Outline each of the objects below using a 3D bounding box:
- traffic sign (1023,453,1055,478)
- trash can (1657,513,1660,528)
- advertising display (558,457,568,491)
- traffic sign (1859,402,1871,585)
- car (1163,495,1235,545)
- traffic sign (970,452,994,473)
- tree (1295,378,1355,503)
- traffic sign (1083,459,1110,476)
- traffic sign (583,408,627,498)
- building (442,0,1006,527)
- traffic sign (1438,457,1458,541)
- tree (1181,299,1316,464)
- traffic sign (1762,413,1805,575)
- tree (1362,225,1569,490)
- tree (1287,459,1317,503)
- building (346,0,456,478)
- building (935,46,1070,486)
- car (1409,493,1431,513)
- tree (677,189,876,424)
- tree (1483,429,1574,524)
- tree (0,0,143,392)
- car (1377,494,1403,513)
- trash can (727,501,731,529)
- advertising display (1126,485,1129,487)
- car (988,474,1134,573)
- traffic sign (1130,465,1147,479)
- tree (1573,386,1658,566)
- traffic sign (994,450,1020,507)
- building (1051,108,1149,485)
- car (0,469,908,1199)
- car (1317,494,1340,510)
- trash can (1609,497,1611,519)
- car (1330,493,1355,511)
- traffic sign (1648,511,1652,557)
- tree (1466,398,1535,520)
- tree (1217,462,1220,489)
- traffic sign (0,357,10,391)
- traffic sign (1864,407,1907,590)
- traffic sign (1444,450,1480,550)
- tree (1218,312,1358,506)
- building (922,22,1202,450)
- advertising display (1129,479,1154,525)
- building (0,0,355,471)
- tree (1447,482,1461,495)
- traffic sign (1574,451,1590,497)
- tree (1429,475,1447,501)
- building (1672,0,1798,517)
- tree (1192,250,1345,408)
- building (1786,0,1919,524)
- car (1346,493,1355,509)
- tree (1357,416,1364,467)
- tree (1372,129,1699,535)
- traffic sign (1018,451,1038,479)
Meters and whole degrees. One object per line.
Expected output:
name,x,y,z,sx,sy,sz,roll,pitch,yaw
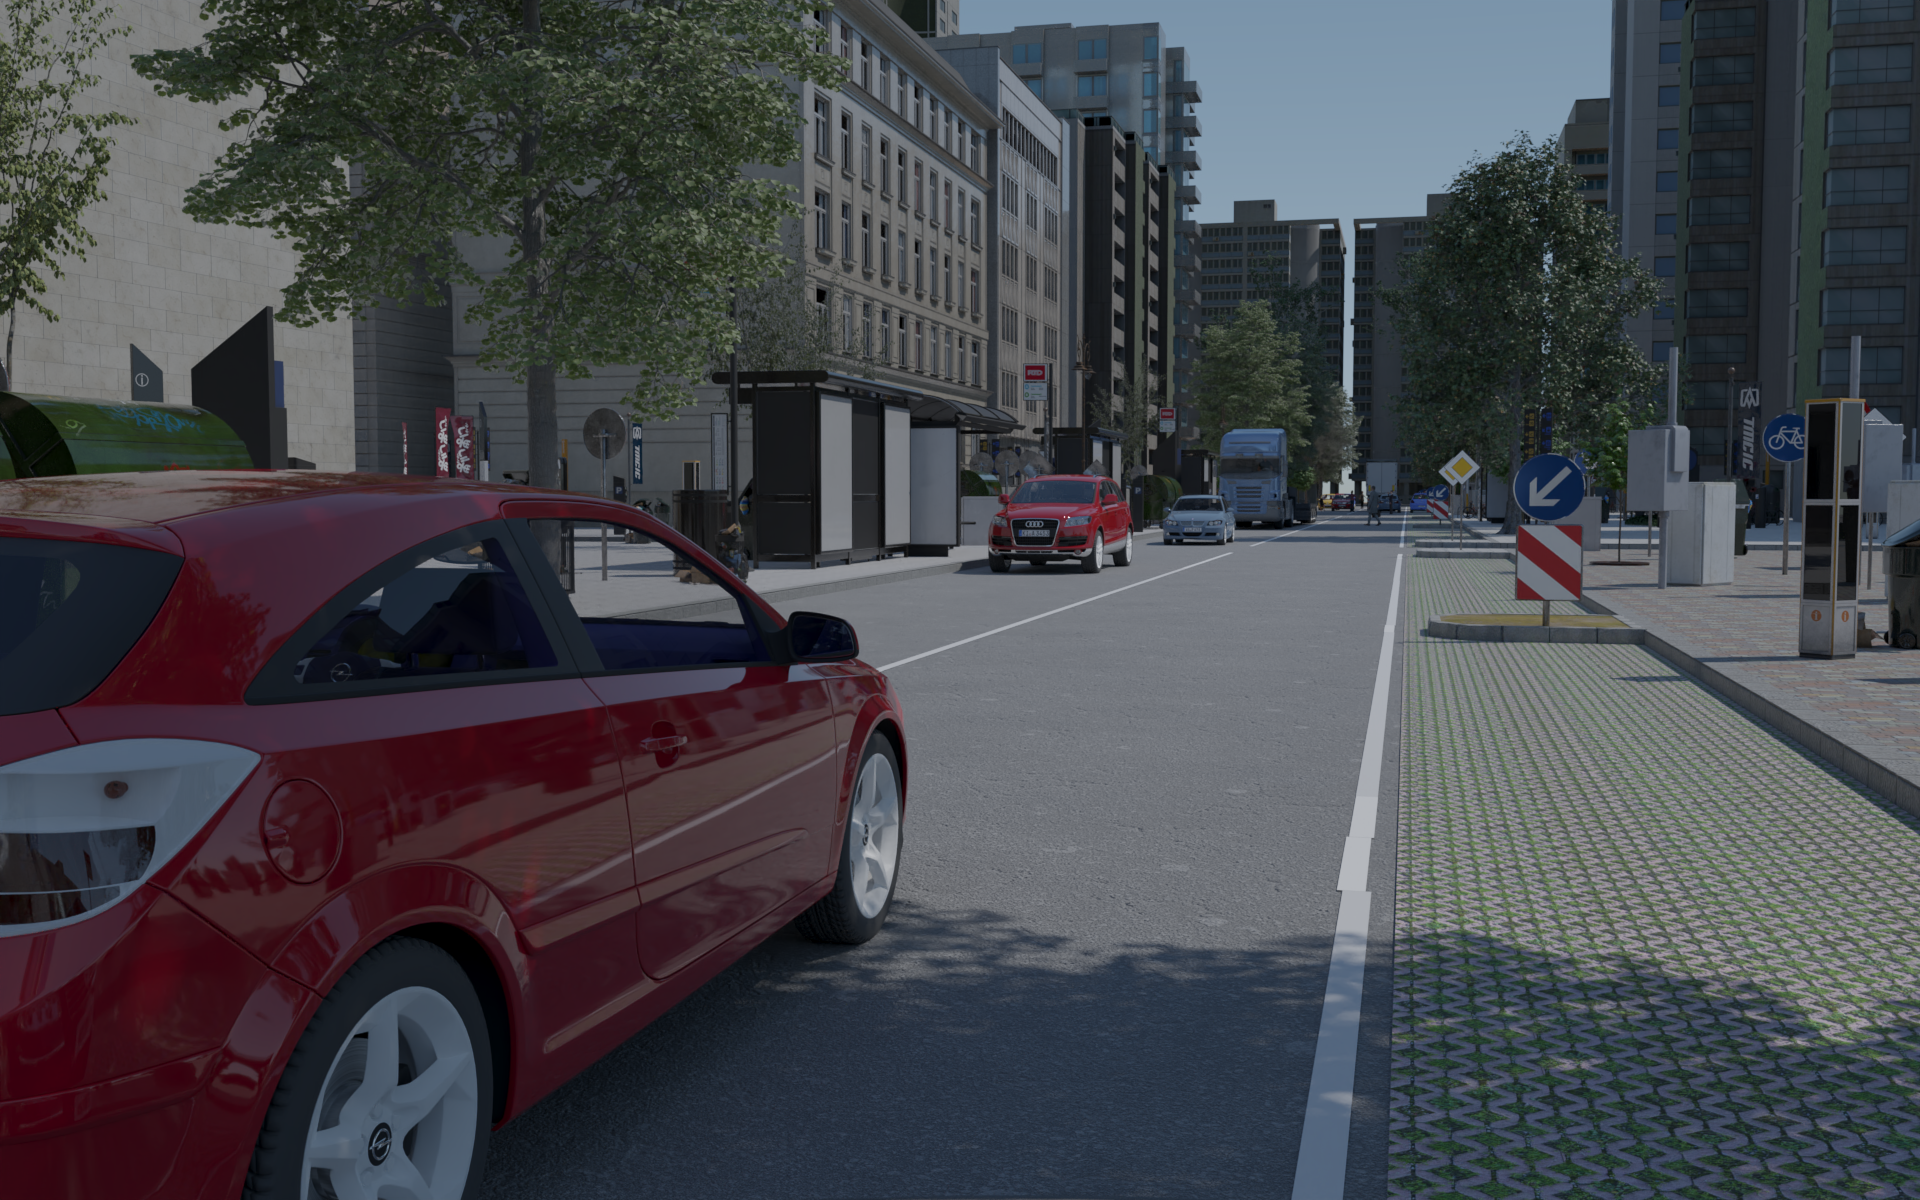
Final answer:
traffic sign,1.912,-2.345,41.978,0.795,2.450,0.064,1,4,14
trash can,25.636,-3.132,62.855,0.748,1.137,0.748,0,3,0
advertising display,-7.185,-1.552,30.586,0.123,1.923,0.974,-3,4,-37
traffic sign,12.649,-1.487,24.318,0.884,2.594,0.081,1,4,23
car,6.945,-2.327,50.054,2.014,1.417,4.499,1,4,14
traffic sign,0.641,-3.222,52.779,0.768,2.556,0.104,1,4,15
tree,35.495,-16.361,177.876,12.009,13.543,11.850,0,3,0
traffic sign,3.913,-2.818,49.709,0.795,2.450,0.064,1,4,14
traffic sign,-5.264,-1.558,25.586,0.768,2.556,0.104,2,4,24
building,-9.158,-15.032,79.053,16.112,22.955,30.059,1,4,14
traffic sign,13.439,-2.666,47.232,0.795,2.450,0.064,1,4,14
tree,16.797,-11.173,100.804,7.486,12.596,7.792,0,3,0
traffic sign,13.117,-1.673,27.461,0.768,2.556,0.104,1,4,20
tree,30.810,-15.247,105.185,12.611,20.169,13.585,0,3,0
tree,31.252,-10.742,159.352,4.285,4.588,4.351,0,3,0
building,-33.216,-17.048,75.991,25.104,27.353,12.463,1,4,14
building,-1.336,-17.422,102.869,12.078,24.808,19.932,1,4,14
car,35.004,-7.445,131.319,1.945,1.707,3.694,1,4,15
tree,-4.755,-5.585,41.676,4.360,8.622,3.978,0,3,0
tree,20.854,-4.901,63.841,4.285,4.588,4.351,0,3,0
tree,-12.693,-4.400,22.309,4.737,8.622,4.395,0,3,0
car,33.029,-7.415,133.240,2.014,1.417,4.499,1,4,15
trash can,-5.128,-1.540,36.830,0.748,1.137,0.748,0,3,0
advertising display,11.841,-7.274,124.136,0.974,1.923,0.123,2,4,28
car,2.000,-1.495,33.113,2.281,1.827,5.304,1,4,15
traffic sign,7.828,-4.641,75.981,0.768,2.556,0.104,1,4,16
tree,11.876,-2.251,31.409,1.663,3.219,1.824,0,3,0
traffic sign,1.346,-3.059,50.125,0.768,2.556,0.104,1,4,20
building,6.224,-22.150,133.859,14.160,30.474,14.107,1,4,14
car,-1.437,0.278,4.496,2.155,1.783,4.494,1,4,14
car,32.505,-8.702,152.503,2.015,1.641,3.980,1,4,16
trash can,31.657,-4.501,85.248,0.748,1.137,0.748,0,3,0
car,32.321,-8.396,146.314,2.155,1.783,4.494,1,4,14
traffic sign,14.085,-2.160,35.313,0.884,2.594,0.081,1,4,22
tree,25.656,-8.201,84.455,4.737,8.622,4.395,0,3,0
tree,14.302,-5.978,92.344,1.663,3.219,1.824,0,3,0
traffic sign,-8.245,-0.879,14.478,0.768,2.556,0.104,1,4,20
traffic sign,12.186,-1.344,23.152,0.795,2.450,0.064,1,4,17
traffic sign,11.438,-2.193,39.501,0.795,2.450,0.064,1,4,14
tree,22.032,-13.216,122.743,9.857,13.997,8.962,0,3,0
building,9.202,-34.273,179.973,30.456,49.044,23.786,1,4,14
advertising display,7.642,-4.099,72.226,0.974,1.923,0.123,0,4,-8
building,-21.470,-10.781,31.028,16.860,20.320,10.420,1,4,14
tree,41.647,-9.141,144.058,1.663,3.219,1.824,0,3,0
traffic sign,17.039,-2.865,46.954,0.768,2.556,0.104,1,4,22
tree,50.237,-11.955,179.181,4.285,4.588,4.351,0,3,0
building,48.676,-20.099,100.320,14.160,30.474,14.107,1,4,14
tree,24.081,-17.206,137.215,12.611,20.169,13.585,0,3,0
building,45.399,-24.126,78.057,14.154,41.232,14.086,1,4,14
car,36.621,-9.484,164.651,1.945,1.707,3.694,1,4,16
tree,39.659,-17.347,190.272,9.857,13.997,8.962,0,3,0
tree,17.726,-8.433,54.894,9.611,12.733,9.660,0,3,0
traffic sign,2.034,-3.104,50.850,0.768,2.556,0.104,1,4,19
